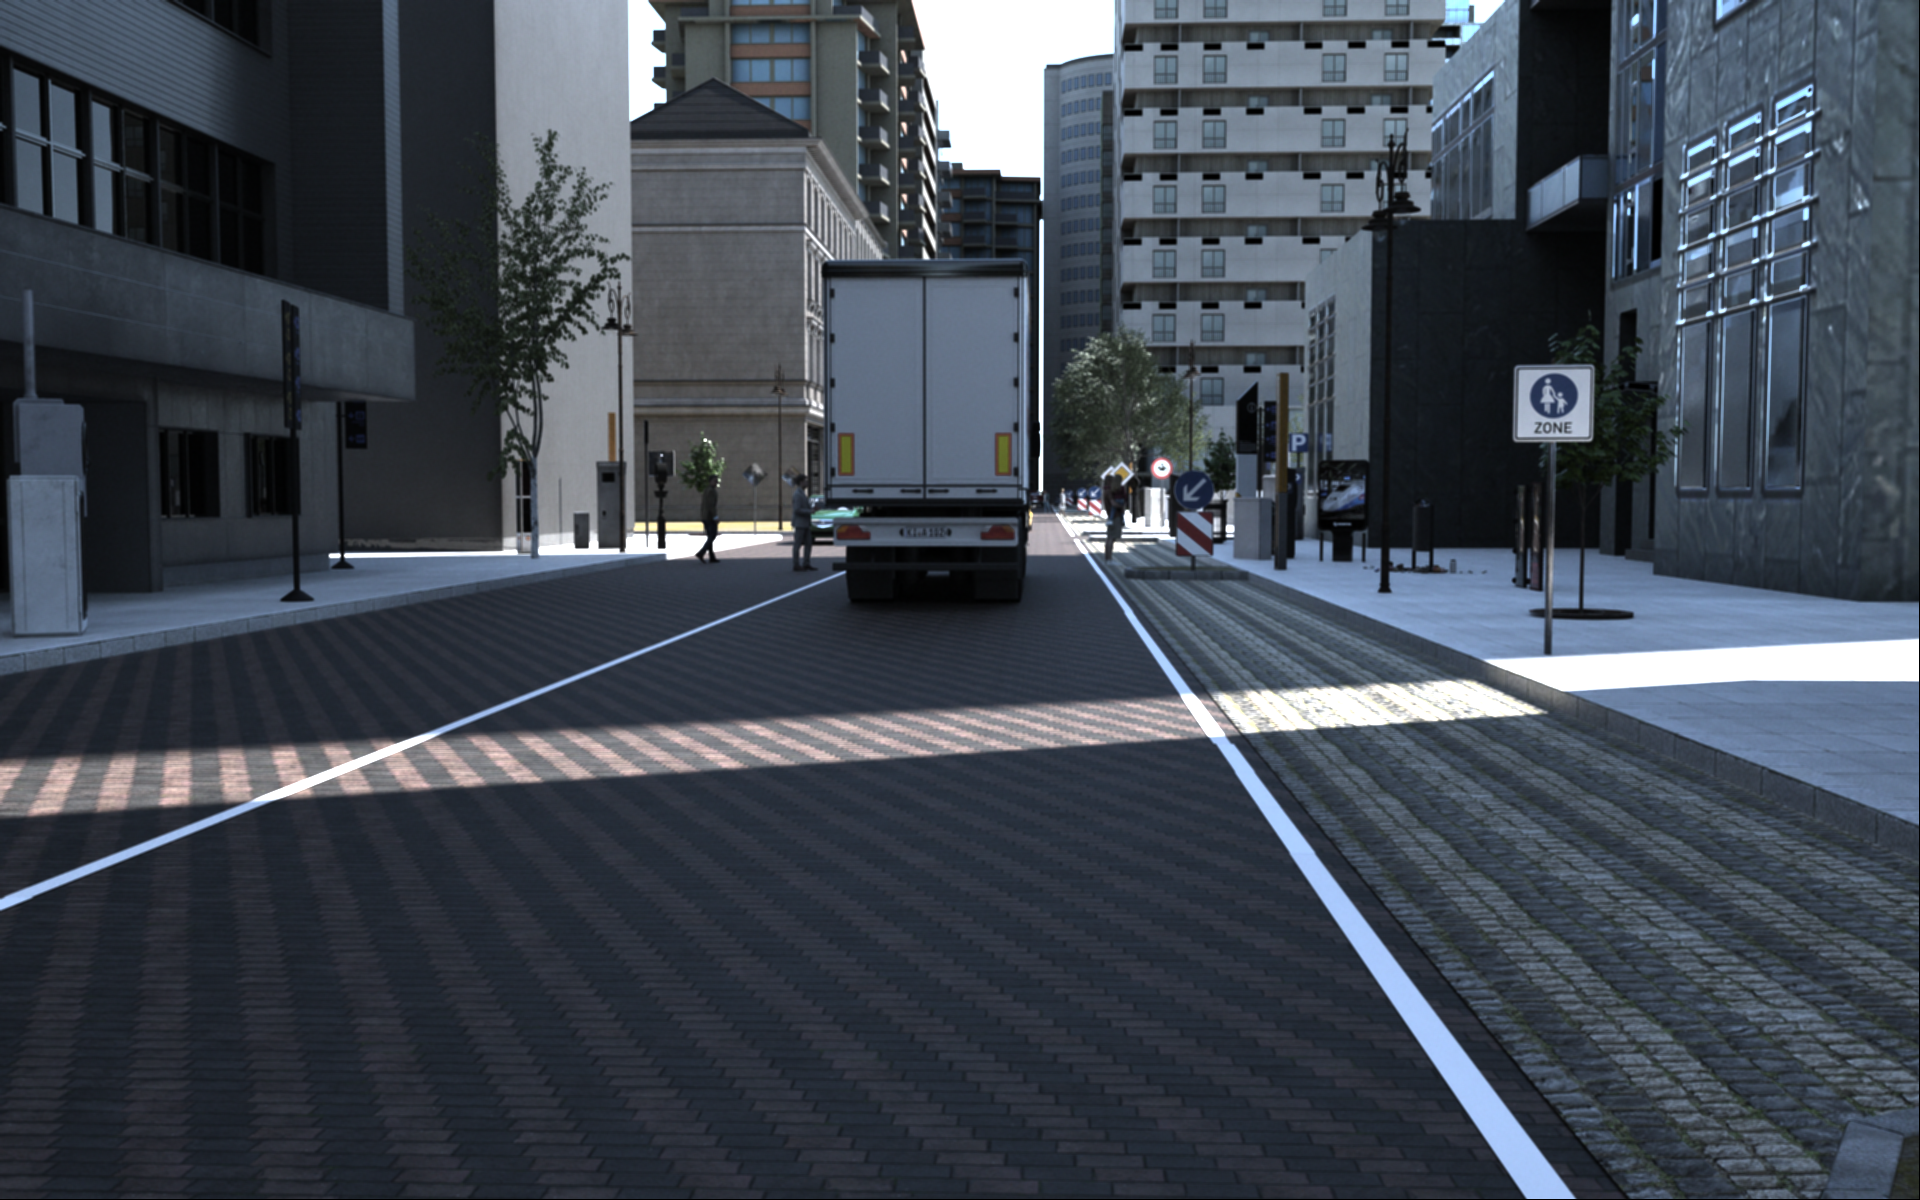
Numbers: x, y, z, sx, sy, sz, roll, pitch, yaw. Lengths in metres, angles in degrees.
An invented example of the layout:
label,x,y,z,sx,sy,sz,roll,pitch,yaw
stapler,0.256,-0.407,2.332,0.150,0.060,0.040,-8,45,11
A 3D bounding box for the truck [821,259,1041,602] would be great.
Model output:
label,x,y,z,sx,sy,sz,roll,pitch,yaw
truck,-0.178,-2.287,26.314,2.839,4.237,11.283,0,4,3

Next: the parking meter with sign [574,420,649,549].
label,x,y,z,sx,sy,sz,roll,pitch,yaw
parking meter with sign,-8.227,-2.726,40.837,1.738,3.016,0.543,-1,4,-11

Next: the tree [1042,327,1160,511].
label,x,y,z,sx,sy,sz,roll,pitch,yaw
tree,10.769,-13.856,133.203,9.857,13.997,8.962,0,3,0

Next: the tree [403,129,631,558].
label,x,y,z,sx,sy,sz,roll,pitch,yaw
tree,-8.729,-5.134,34.307,4.737,8.622,4.395,0,3,0

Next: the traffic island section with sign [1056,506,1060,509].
label,x,y,z,sx,sy,sz,roll,pitch,yaw
traffic island section with sign,10.189,-9.407,162.435,1.989,1.847,2.006,0,4,3

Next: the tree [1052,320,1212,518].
label,x,y,z,sx,sy,sz,roll,pitch,yaw
tree,9.404,-9.663,92.403,8.767,10.594,7.601,-1,4,-21

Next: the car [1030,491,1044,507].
label,x,y,z,sx,sy,sz,roll,pitch,yaw
car,8.636,-11.564,197.746,2.281,1.827,5.304,0,4,3

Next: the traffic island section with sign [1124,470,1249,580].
label,x,y,z,sx,sy,sz,roll,pitch,yaw
traffic island section with sign,3.826,-1.282,29.589,1.989,1.847,2.006,0,4,3

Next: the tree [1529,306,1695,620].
label,x,y,z,sx,sy,sz,roll,pitch,yaw
tree,6.424,-1.430,17.980,1.663,3.219,1.824,0,3,0

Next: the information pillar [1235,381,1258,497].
label,x,y,z,sx,sy,sz,roll,pitch,yaw
information pillar,5.944,-2.723,35.872,0.504,3.616,0.183,-2,4,-25

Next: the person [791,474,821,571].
label,x,y,z,sx,sy,sz,roll,pitch,yaw
person,-2.876,-1.448,32.373,0.583,1.804,0.606,0,3,0

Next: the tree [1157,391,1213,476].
label,x,y,z,sx,sy,sz,roll,pitch,yaw
tree,15.000,-10.183,116.855,4.737,8.622,4.395,0,3,0

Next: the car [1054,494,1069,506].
label,x,y,z,sx,sy,sz,roll,pitch,yaw
car,11.921,-11.679,202.950,2.014,1.417,4.499,0,4,3

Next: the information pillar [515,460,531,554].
label,x,y,z,sx,sy,sz,roll,pitch,yaw
information pillar,-9.313,-1.994,37.092,0.304,2.012,0.304,-2,4,-35

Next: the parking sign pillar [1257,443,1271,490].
label,x,y,z,sx,sy,sz,roll,pitch,yaw
parking sign pillar,15.778,-6.268,90.950,1.447,3.967,1.447,-1,4,-22

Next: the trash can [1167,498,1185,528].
label,x,y,z,sx,sy,sz,roll,pitch,yaw
trash can,7.798,-3.099,62.320,0.748,1.137,0.748,0,3,0

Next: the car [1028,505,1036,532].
label,x,y,z,sx,sy,sz,roll,pitch,yaw
car,1.889,-3.460,66.791,2.015,1.641,3.980,0,4,4

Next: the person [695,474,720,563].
label,x,y,z,sx,sy,sz,roll,pitch,yaw
person,-5.199,-1.688,36.011,0.656,1.842,0.836,2,4,31

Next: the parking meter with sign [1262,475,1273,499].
label,x,y,z,sx,sy,sz,roll,pitch,yaw
parking meter with sign,12.552,-4.492,69.701,1.738,3.016,0.543,1,4,20

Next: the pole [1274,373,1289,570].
label,x,y,z,sx,sy,sz,roll,pitch,yaw
pole,5.433,-2.167,29.267,0.158,3.312,0.155,0,3,0

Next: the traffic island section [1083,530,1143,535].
label,x,y,z,sx,sy,sz,roll,pitch,yaw
traffic island section,5.305,-2.340,60.546,2.009,0.180,2.903,0,4,3

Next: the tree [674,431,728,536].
label,x,y,z,sx,sy,sz,roll,pitch,yaw
tree,-7.976,-3.576,53.062,1.663,3.219,1.824,0,3,0

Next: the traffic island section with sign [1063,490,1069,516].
label,x,y,z,sx,sy,sz,roll,pitch,yaw
traffic island section with sign,7.777,-6.325,112.041,1.989,1.847,2.006,0,4,3

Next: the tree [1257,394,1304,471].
label,x,y,z,sx,sy,sz,roll,pitch,yaw
tree,22.678,-10.874,128.151,4.360,8.622,3.978,0,3,0

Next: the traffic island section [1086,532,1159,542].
label,x,y,z,sx,sy,sz,roll,pitch,yaw
traffic island section,4.923,-1.853,52.570,2.009,0.180,2.903,0,4,3

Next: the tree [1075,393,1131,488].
label,x,y,z,sx,sy,sz,roll,pitch,yaw
tree,10.420,-10.472,121.575,4.360,8.622,3.978,0,3,0

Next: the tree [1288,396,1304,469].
label,x,y,z,sx,sy,sz,roll,pitch,yaw
tree,24.655,-10.552,122.888,4.737,8.622,4.395,0,3,0

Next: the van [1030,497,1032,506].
label,x,y,z,sx,sy,sz,roll,pitch,yaw
van,4.936,-8.283,142.441,2.013,2.044,4.112,0,4,4

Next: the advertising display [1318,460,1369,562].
label,x,y,z,sx,sy,sz,roll,pitch,yaw
advertising display,7.277,-1.693,32.896,0.974,1.923,0.123,2,4,34

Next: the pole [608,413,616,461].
label,x,y,z,sx,sy,sz,roll,pitch,yaw
pole,-8.731,-3.037,43.502,0.158,3.312,0.155,0,3,0

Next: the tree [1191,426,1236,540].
label,x,y,z,sx,sy,sz,roll,pitch,yaw
tree,7.308,-3.332,49.078,1.663,3.219,1.824,0,3,0

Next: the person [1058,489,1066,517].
label,x,y,z,sx,sy,sz,roll,pitch,yaw
person,6.444,-6.165,109.651,0.624,1.780,0.694,0,4,-6

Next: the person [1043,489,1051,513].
label,x,y,z,sx,sy,sz,roll,pitch,yaw
person,6.435,-7.381,129.530,0.623,1.781,0.721,2,4,35

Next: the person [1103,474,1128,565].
label,x,y,z,sx,sy,sz,roll,pitch,yaw
person,3.079,-1.605,34.722,0.580,1.828,0.573,3,4,38

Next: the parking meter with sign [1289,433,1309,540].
label,x,y,z,sx,sy,sz,roll,pitch,yaw
parking meter with sign,9.468,-3.216,48.846,0.543,3.016,1.738,1,4,16

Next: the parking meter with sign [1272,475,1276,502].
label,x,y,z,sx,sy,sz,roll,pitch,yaw
parking meter with sign,12.462,-4.147,64.060,1.738,3.016,0.543,-3,4,-36

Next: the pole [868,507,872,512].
label,x,y,z,sx,sy,sz,roll,pitch,yaw
pole,-5.122,-6.393,98.369,0.158,3.312,0.155,0,3,0

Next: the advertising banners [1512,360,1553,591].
label,x,y,z,sx,sy,sz,roll,pitch,yaw
advertising banners,7.676,-1.640,23.001,0.090,3.025,2.074,0,4,3

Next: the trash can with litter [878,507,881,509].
label,x,y,z,sx,sy,sz,roll,pitch,yaw
trash can with litter,-4.581,-5.291,97.893,0.624,1.170,1.055,0,4,5

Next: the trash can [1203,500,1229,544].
label,x,y,z,sx,sy,sz,roll,pitch,yaw
trash can,6.613,-2.038,44.973,0.748,1.137,0.748,0,3,0

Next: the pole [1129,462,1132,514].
label,x,y,z,sx,sy,sz,roll,pitch,yaw
pole,10.953,-7.179,111.218,0.158,3.312,0.155,0,3,0

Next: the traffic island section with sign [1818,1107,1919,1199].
label,x,y,z,sx,sy,sz,roll,pitch,yaw
traffic island section with sign,2.537,0.365,2.665,1.989,1.847,2.006,0,4,3

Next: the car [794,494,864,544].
label,x,y,z,sx,sy,sz,roll,pitch,yaw
car,-3.763,-2.383,50.756,2.131,1.459,4.920,0,4,2

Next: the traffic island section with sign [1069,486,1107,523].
label,x,y,z,sx,sy,sz,roll,pitch,yaw
traffic island section with sign,6.502,-4.678,85.115,1.989,1.847,2.006,0,4,3
